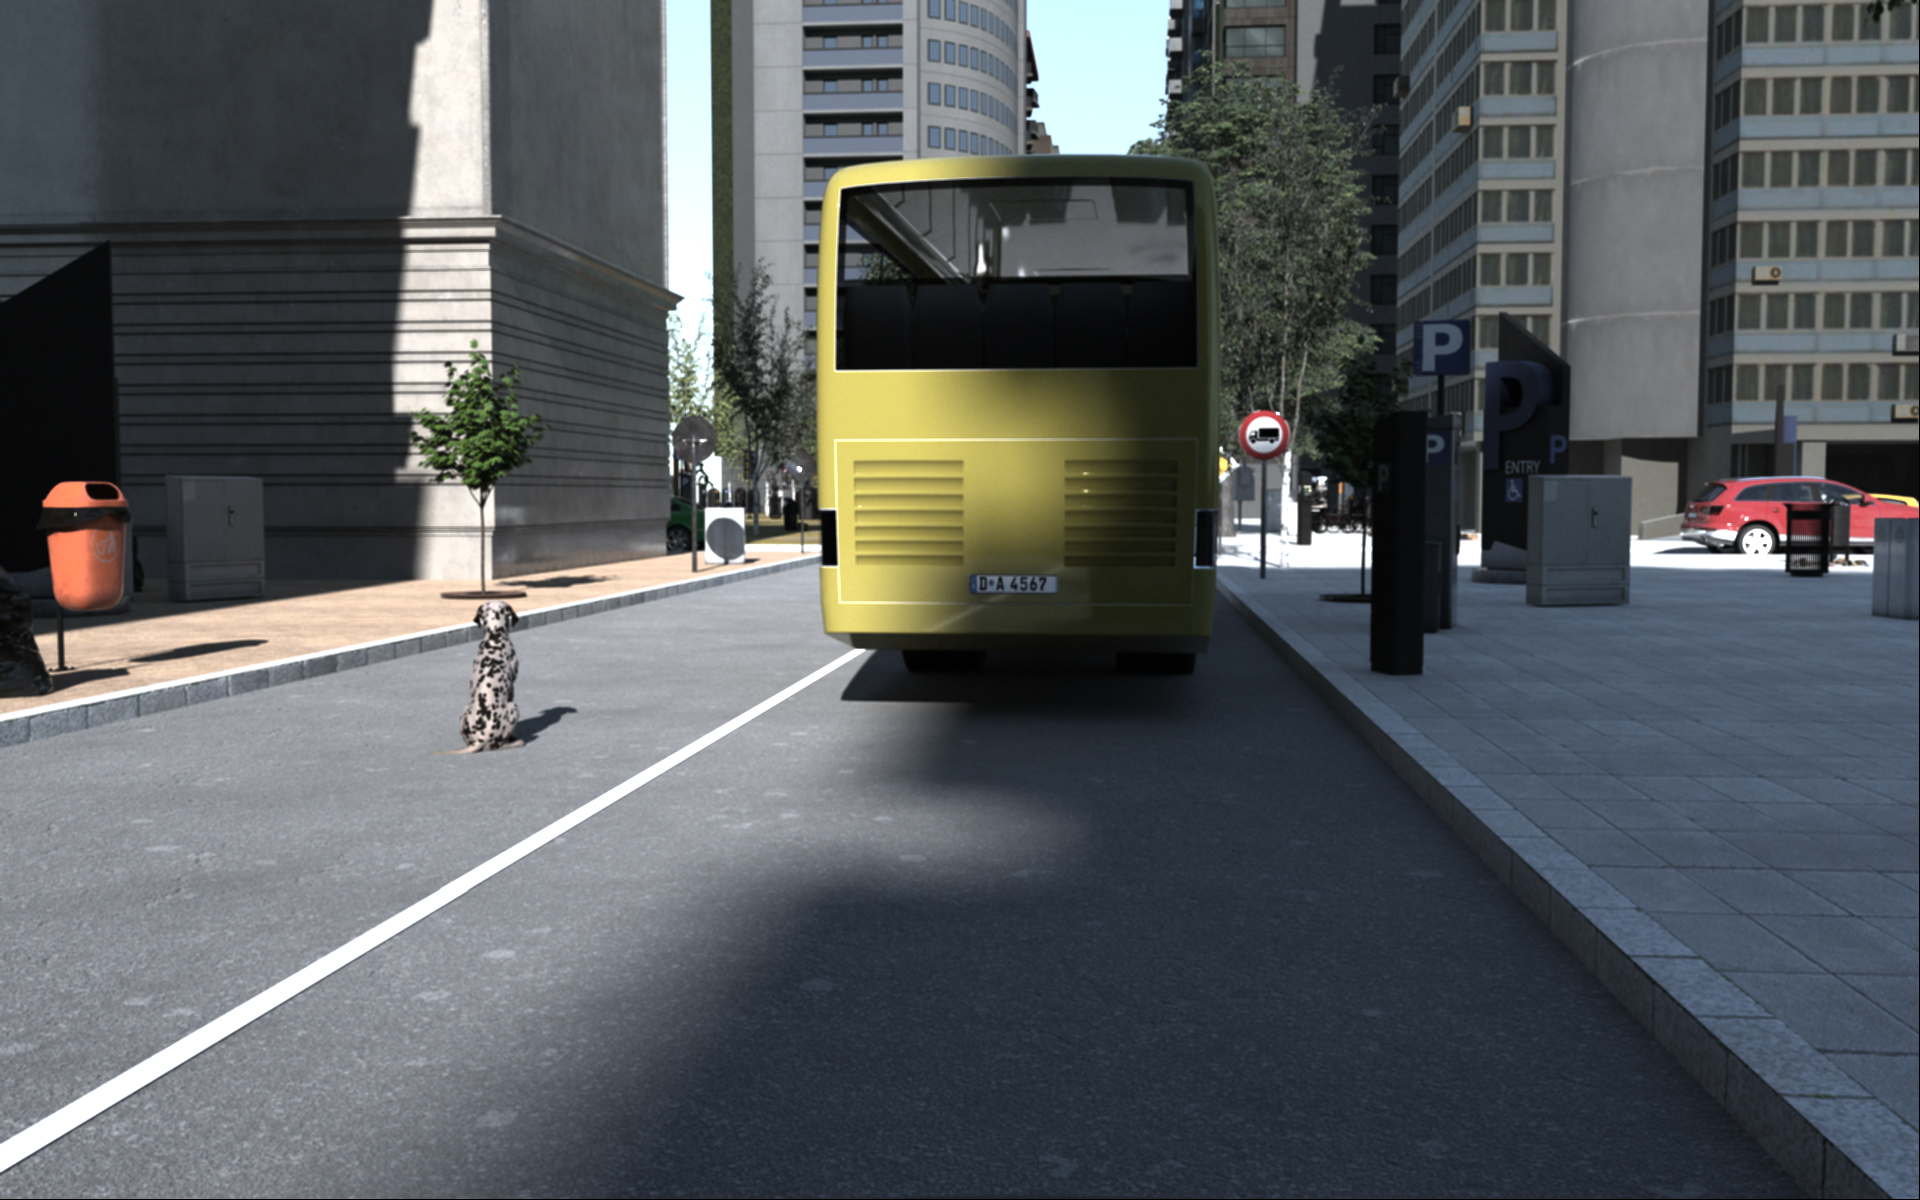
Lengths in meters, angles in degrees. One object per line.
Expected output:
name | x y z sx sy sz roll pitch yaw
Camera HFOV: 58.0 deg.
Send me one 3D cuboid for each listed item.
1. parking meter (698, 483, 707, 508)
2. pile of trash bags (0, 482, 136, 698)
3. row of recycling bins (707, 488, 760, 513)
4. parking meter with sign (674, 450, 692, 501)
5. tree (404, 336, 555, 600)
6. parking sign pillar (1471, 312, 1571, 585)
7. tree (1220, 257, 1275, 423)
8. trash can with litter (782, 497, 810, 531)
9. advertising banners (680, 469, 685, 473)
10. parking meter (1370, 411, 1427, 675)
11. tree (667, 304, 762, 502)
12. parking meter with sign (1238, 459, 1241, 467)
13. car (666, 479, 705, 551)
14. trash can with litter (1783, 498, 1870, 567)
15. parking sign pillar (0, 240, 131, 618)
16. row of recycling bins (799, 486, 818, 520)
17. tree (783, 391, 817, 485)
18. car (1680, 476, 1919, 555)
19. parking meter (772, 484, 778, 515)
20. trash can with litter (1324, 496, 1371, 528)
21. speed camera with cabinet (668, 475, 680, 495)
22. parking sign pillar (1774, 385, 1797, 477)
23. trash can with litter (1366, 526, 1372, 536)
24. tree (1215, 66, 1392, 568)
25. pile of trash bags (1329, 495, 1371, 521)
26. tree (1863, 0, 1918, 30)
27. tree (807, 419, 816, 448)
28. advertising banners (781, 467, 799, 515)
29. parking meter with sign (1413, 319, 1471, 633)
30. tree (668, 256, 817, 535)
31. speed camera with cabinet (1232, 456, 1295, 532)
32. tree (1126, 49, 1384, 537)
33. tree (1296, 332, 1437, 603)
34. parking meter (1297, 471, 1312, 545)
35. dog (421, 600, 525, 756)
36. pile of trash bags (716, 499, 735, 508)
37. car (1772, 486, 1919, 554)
parking meter | -13.485 -5.203 90.786 0.255 1.863 0.399 3 5 41
pile of trash bags | -6.709 -0.085 11.136 1.912 1.369 3.447 1 4 17
row of recycling bins | -15.358 -6.743 117.363 3.534 1.692 1.069 -1 4 -17
parking meter with sign | -9.616 -3.981 61.344 0.543 3.016 1.738 0 4 7
tree | -6.071 -1.644 21.477 1.663 3.219 1.824 0 3 0
parking sign pillar | 8.202 -2.242 25.132 1.447 3.967 1.447 -2 4 -26
tree | 9.081 -8.769 69.135 9.928 11.665 9.643 0 3 0
trash can with litter | -5.692 -3.004 60.497 1.055 1.170 0.624 2 4 33
advertising banners | -20.155 -7.668 121.563 2.074 3.025 0.090 0 4 3
parking meter | 3.137 -0.410 12.408 0.255 1.863 0.399 -1 4 -12
tree | -10.258 -7.103 66.490 4.737 8.622 4.395 0 3 0
parking meter with sign | 12.982 -5.471 85.714 1.738 3.016 0.543 1 4 16
car | -8.001 -2.047 42.259 4.718 1.807 1.959 0 4 5
trash can with litter | 15.494 -1.228 31.142 2.233 1.210 1.678 -2 4 -32
parking sign pillar | -9.692 -1.834 18.451 1.447 3.967 1.447 -1 4 -19
row of recycling bins | -6.712 -4.948 88.020 1.069 1.692 3.534 3 5 43
tree | -10.089 -10.198 117.107 4.737 8.622 4.395 0 3 0
car | 18.671 -1.794 38.002 5.304 1.827 2.281 0 4 4
parking meter | -11.213 -6.073 105.006 0.255 1.863 0.399 -2 4 -31
trash can with litter | 15.347 -3.365 66.073 2.233 1.210 1.678 -3 5 -41
speed camera with cabinet | -13.558 -5.443 83.328 2.038 3.252 0.660 3 5 43
parking sign pillar | 20.658 -3.361 43.432 1.447 3.967 1.447 2 4 23
trash can with litter | 12.912 -2.524 52.648 1.055 1.170 0.624 -2 4 -26
tree | 5.588 -4.885 30.232 4.360 8.622 3.978 0 3 0
pile of trash bags | 18.248 -4.477 82.959 3.447 1.369 1.912 0 4 -3
tree | 7.831 -3.726 11.286 4.360 8.622 3.978 0 3 0
tree | -1.292 -9.283 68.790 9.611 12.733 9.660 0 3 0
advertising banners | -10.192 -6.801 107.377 2.074 3.025 0.090 2 4 24
parking meter with sign | 4.549 -1.250 16.694 0.543 3.016 1.738 1 4 20
tree | -6.191 -6.315 53.609 4.360 8.622 3.978 0 3 0
speed camera with cabinet | 10.301 -3.941 58.777 2.038 3.252 0.660 0 4 -2
tree | 7.994 -8.853 51.403 9.857 13.997 8.962 0 3 0
tree | 4.797 -1.609 20.905 1.663 3.219 1.824 0 3 0
parking meter | 8.648 -2.308 43.452 0.255 1.863 0.399 -1 4 -11
dog | -2.751 0.432 9.773 0.513 0.831 0.800 2 4 35
pile of trash bags | -7.475 -2.241 46.394 3.447 1.369 1.912 1 4 21
car | 20.351 -1.828 40.108 3.980 1.641 2.015 0 4 7
